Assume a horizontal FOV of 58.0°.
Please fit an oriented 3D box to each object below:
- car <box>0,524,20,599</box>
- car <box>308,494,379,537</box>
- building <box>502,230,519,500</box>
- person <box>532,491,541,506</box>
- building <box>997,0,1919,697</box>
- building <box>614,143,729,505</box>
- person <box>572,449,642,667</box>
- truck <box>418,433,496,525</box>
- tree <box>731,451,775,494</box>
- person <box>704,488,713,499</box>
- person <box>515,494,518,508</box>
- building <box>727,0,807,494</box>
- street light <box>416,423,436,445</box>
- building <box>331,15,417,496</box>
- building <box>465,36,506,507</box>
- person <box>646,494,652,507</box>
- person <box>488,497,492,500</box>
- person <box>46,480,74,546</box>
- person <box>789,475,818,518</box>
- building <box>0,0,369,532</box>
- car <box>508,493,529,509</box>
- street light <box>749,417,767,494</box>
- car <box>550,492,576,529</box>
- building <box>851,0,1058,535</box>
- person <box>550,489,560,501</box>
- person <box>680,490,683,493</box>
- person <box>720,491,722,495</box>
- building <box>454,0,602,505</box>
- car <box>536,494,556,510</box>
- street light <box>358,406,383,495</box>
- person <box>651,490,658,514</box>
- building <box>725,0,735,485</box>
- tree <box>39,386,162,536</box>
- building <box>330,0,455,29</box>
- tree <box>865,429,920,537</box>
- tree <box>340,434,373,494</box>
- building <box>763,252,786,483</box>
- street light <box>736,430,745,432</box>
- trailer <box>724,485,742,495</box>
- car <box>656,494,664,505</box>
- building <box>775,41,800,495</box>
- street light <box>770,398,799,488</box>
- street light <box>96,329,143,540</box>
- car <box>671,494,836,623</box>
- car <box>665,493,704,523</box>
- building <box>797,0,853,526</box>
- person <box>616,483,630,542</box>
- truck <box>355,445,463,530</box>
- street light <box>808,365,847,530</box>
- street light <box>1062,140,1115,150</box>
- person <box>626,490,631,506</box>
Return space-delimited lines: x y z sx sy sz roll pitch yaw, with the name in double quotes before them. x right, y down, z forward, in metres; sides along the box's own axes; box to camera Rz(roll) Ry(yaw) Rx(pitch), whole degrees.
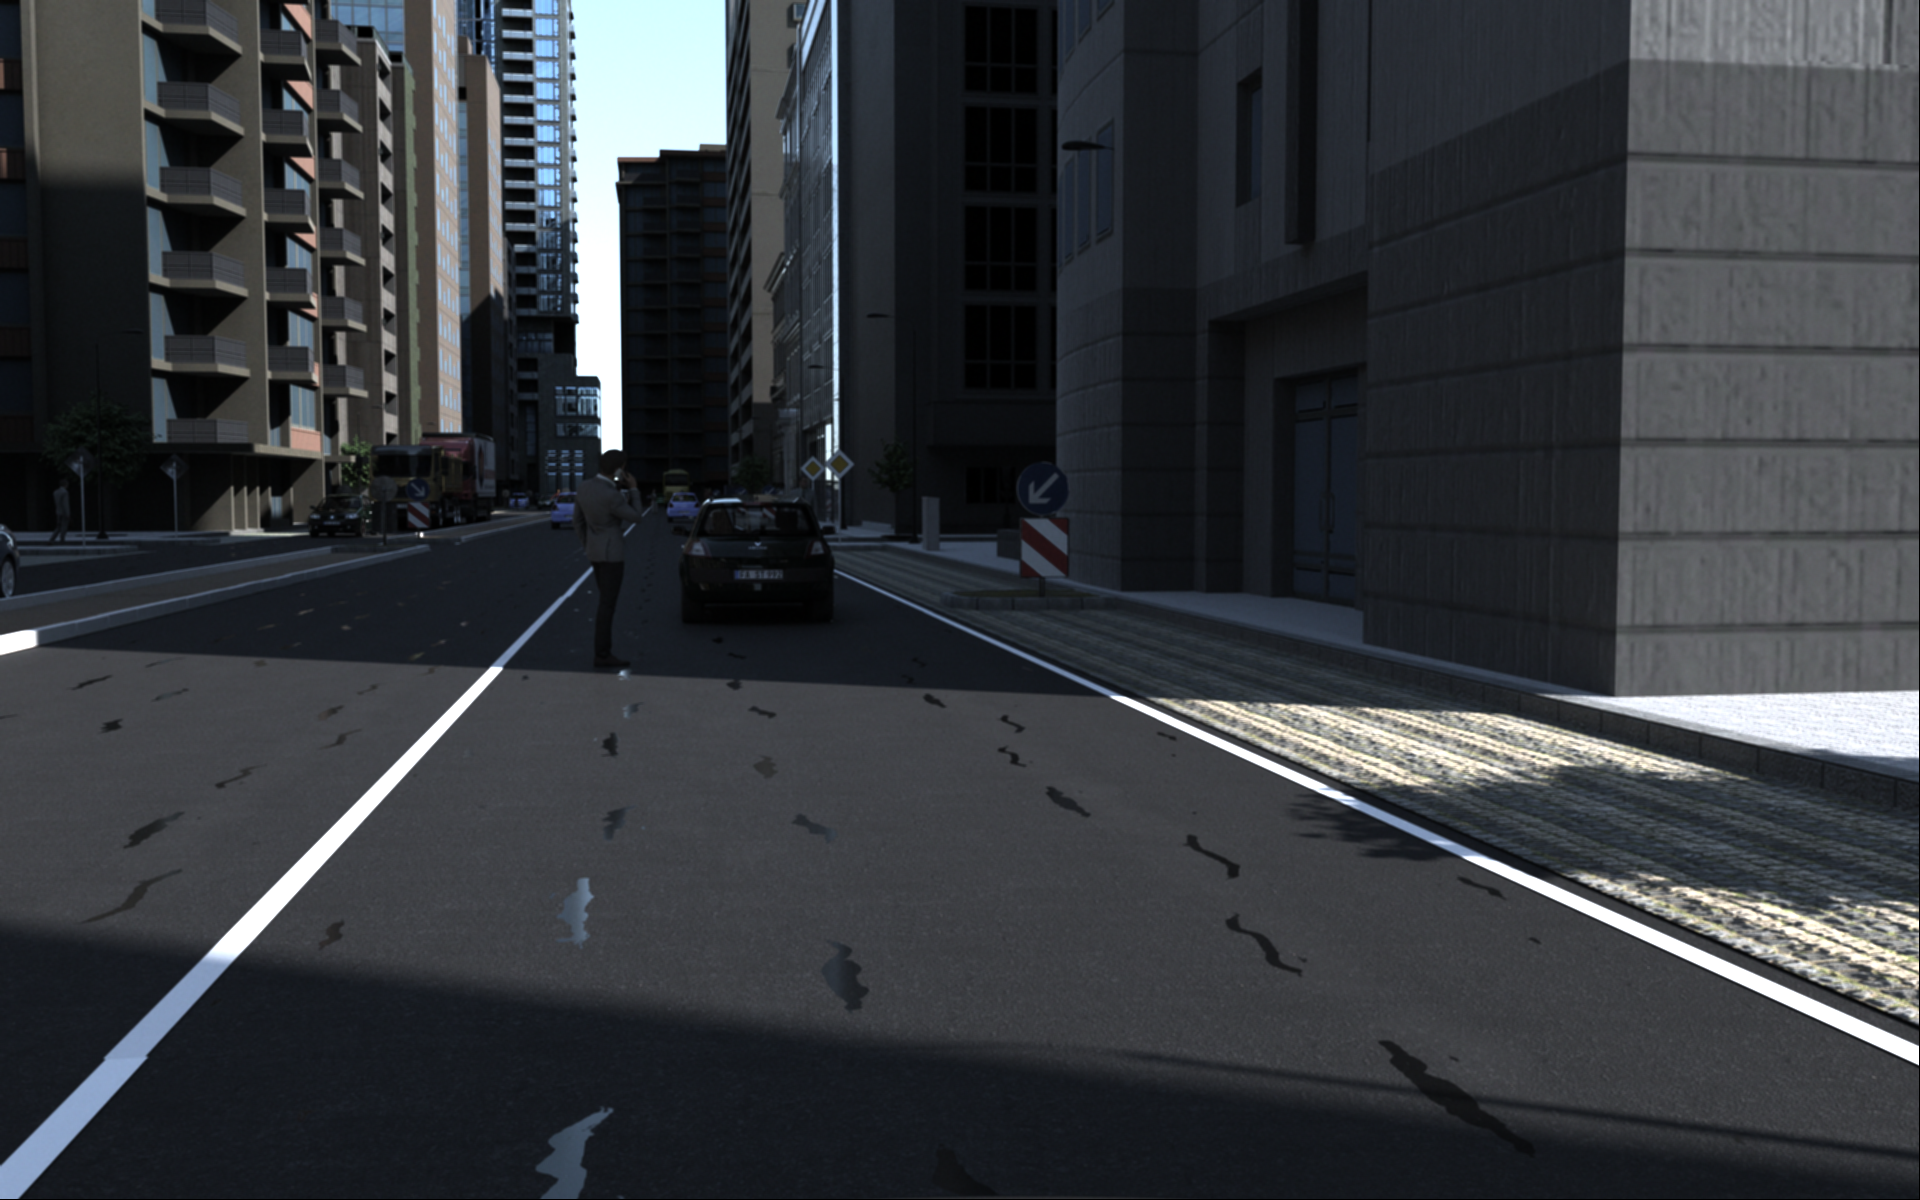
"car" -13.142 -0.574 21.390 2.014 1.417 4.499 -1 4 -11
"car" -20.915 -3.000 58.839 2.009 1.686 4.222 -1 4 -8
"building" -56.003 -25.584 189.994 14.107 30.474 14.160 -1 4 -10
"person" -46.742 -11.193 191.483 1.348 1.826 0.705 -1 4 -9
"building" 12.111 -29.522 24.681 21.231 58.520 28.212 -1 4 -10
"building" -30.282 -34.551 219.531 28.867 44.769 22.147 -1 4 -10
"person" -2.931 -0.353 14.447 0.473 1.802 0.592 -2 4 -32
"truck" -23.635 -5.652 81.327 2.839 4.237 11.283 -1 4 -9
"tree" -15.359 -8.928 129.694 4.285 4.588 4.351 0 3 0
"person" -16.378 -6.378 112.757 0.580 1.828 0.573 0 4 4
"person" -39.031 -8.598 152.340 0.557 1.426 1.065 -1 4 -10
"building" -10.741 -33.044 163.971 21.300 48.544 21.600 -1 4 -10
"street light" -34.744 -8.565 112.581 1.470 5.913 1.316 -1 4 -10
"building" -41.662 -20.503 106.919 14.160 30.474 14.107 -1 4 -10
"building" -53.419 -31.988 173.122 14.600 45.320 14.200 -1 4 -10
"person" -34.587 -11.061 192.585 0.697 1.427 0.421 2 4 28
"person" -42.473 -9.176 155.935 0.709 1.838 0.599 3 5 43
"person" -23.593 -2.259 45.549 0.709 1.813 0.853 2 4 28
"person" -3.160 -1.586 34.531 0.635 1.810 0.391 -1 4 -16
"building" -36.930 -25.385 69.667 22.147 44.769 28.867 -1 4 -10
"car" -42.038 -9.505 164.992 1.945 1.707 3.694 -1 4 -9
"street light" -11.955 -8.081 104.673 1.470 5.913 1.316 -1 4 -10
"car" -16.212 -3.855 72.615 1.945 1.707 3.694 -1 4 -10
"building" 8.744 -16.376 61.262 24.014 27.812 14.314 -1 4 -10
"person" -31.617 -7.824 136.379 1.348 1.831 0.705 -2 4 -28
"person" -22.014 -7.818 136.997 0.551 1.740 0.621 0 4 1
"person" -26.849 -11.402 193.928 0.415 1.643 0.593 1 4 22
"building" -60.463 -55.075 213.141 31.000 86.520 22.319 -1 4 -10
"car" -38.432 -9.162 161.598 2.131 1.459 4.920 -1 4 -11
"street light" -31.033 -7.252 91.115 1.470 5.913 1.316 -1 4 -10
"person" -21.589 -6.931 122.374 0.519 1.759 0.362 -3 5 -43
"building" -14.835 -39.561 188.822 21.231 58.520 28.212 -1 4 -10
"tree" -26.247 -4.238 53.005 4.285 4.588 4.351 0 3 0
"building" -45.208 -29.265 128.590 14.600 45.320 14.200 -1 4 -10
"tree" -1.998 -3.485 51.575 1.663 3.219 1.824 0 3 0
"tree" -33.058 -6.801 94.903 4.285 4.588 4.351 0 3 0
"building" -7.541 -15.515 118.300 10.561 19.102 19.286 -1 4 -10
"street light" -15.627 -9.400 126.225 1.470 5.913 1.316 -1 4 -10
"trailer" -14.302 -6.225 108.831 1.471 1.999 3.904 -1 4 -11
"car" -34.128 -11.548 197.603 1.959 1.807 4.718 -1 4 -10
"building" -3.131 -19.114 98.417 13.634 28.700 20.117 -1 4 -10
"street light" -8.375 -6.793 83.598 1.470 5.913 1.316 -1 4 -10
"street light" -23.728 -4.671 48.912 1.470 5.913 1.316 -1 4 -10
"car" -2.460 -0.672 20.772 2.009 1.686 4.222 0 4 -8
"car" -14.108 -4.837 88.673 1.945 1.707 3.694 -1 4 -8
"building" -0.542 -15.944 78.701 12.078 24.808 19.932 -1 4 -10
"person" -10.090 -2.595 51.502 0.480 1.755 0.524 0 4 3
"truck" -22.220 -4.579 70.790 3.469 3.379 9.791 -1 4 -9
"street light" -4.768 -5.504 62.528 1.470 5.913 1.316 -1 4 -10
"street light" 2.022 -3.086 22.989 1.470 5.913 1.316 -1 4 -10
"person" -27.347 -8.160 142.647 0.721 1.736 1.217 -2 4 -34
